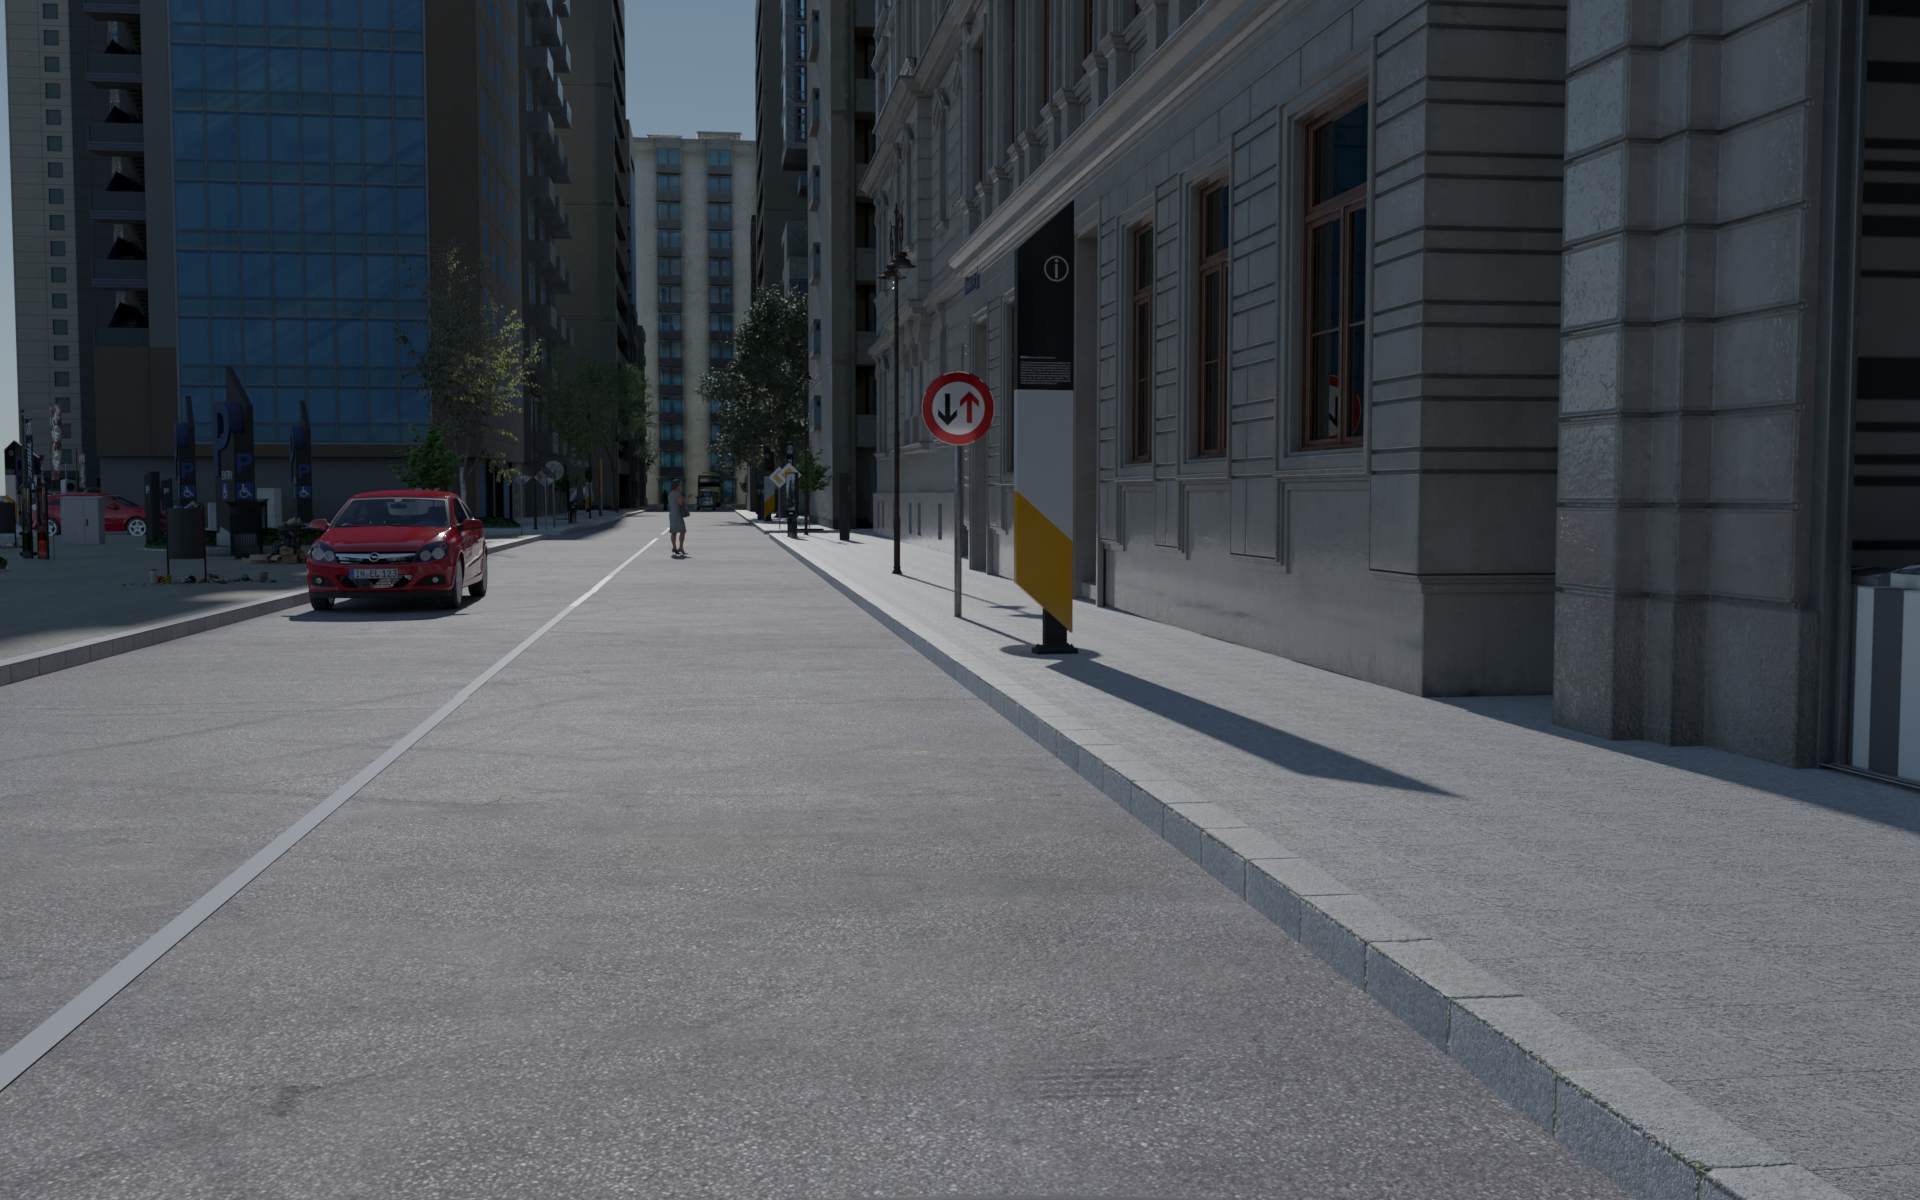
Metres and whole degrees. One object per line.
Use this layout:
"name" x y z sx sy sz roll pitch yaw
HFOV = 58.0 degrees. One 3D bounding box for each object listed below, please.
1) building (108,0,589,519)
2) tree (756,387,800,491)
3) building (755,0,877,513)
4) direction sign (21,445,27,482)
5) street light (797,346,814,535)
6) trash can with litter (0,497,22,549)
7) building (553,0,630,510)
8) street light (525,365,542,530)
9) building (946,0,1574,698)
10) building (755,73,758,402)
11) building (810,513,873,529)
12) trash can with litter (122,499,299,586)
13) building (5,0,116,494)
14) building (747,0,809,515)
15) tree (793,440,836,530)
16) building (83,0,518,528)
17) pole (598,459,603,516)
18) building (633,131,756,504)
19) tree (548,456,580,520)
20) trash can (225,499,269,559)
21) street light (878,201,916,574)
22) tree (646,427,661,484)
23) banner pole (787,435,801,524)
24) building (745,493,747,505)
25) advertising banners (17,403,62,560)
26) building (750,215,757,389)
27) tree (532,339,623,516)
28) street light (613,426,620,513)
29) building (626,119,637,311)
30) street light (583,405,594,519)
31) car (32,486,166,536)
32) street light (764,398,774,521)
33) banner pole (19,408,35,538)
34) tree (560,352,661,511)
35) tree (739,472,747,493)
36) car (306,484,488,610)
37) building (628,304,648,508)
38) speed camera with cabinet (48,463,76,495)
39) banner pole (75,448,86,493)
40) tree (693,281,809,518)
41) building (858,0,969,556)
"building" -34.523 -29.409 100.443 23.786 49.044 30.456 -1 4 -8
"tree" -10.904 -9.290 102.251 4.360 8.622 3.978 0 3 0
"building" -6.557 -32.158 149.488 21.300 48.544 21.600 -1 4 -8
"direction sign" -43.358 -5.414 80.515 0.379 3.537 0.876 0 3 0
"street light" -4.827 -4.977 54.160 0.468 5.910 1.993 -1 4 -8
"trash can with litter" -23.007 -1.821 40.831 1.678 1.210 2.233 3 5 41
"building" -39.098 -31.856 144.555 21.300 48.544 21.600 -1 4 -8
"street light" -15.306 -5.473 62.275 0.468 5.910 1.993 -1 4 -8
"building" 6.432 -11.278 20.549 11.583 22.565 21.152 -1 4 -8
"building" -12.575 -29.556 166.842 14.154 41.232 14.086 -1 4 -8
"building" 4.257 -27.508 73.452 21.600 48.544 21.300 -1 4 -8
"trash can with litter" -10.787 -0.855 25.040 2.233 1.210 1.678 -1 4 -14
"building" -89.866 -46.051 191.183 20.611 71.187 20.563 -1 4 -8
"building" -3.386 -49.309 118.879 22.319 86.520 31.000 -1 4 -8
"tree" -5.351 -4.103 61.682 1.663 3.219 1.824 0 3 0
"building" -26.098 -25.753 71.181 14.600 45.320 14.200 -1 4 -8
"pole" -20.693 -6.474 99.692 0.158 3.312 0.155 0 3 0
"building" -32.103 -37.431 231.610 30.456 49.044 23.786 -1 4 -8
"tree" -19.880 -5.663 87.188 1.663 3.219 1.824 0 3 0
"trash can" -14.079 -1.377 34.164 0.748 1.137 0.748 0 3 0
"street light" -1.012 -3.358 27.690 0.468 5.910 1.993 -1 4 -8
"tree" -34.705 -14.644 189.786 4.360 8.622 3.978 0 3 0
"banner pole" -7.170 -5.143 74.097 0.401 3.779 0.863 -3 5 -41
"building" -8.775 -31.176 201.603 32.217 40.220 23.993 -1 4 -8
"advertising banners" -18.047 -2.313 33.999 2.074 3.025 0.090 3 5 41
"building" -14.927 -25.083 181.813 14.160 30.474 14.107 -1 4 -8
"tree" -18.463 -8.115 83.048 4.737 8.622 4.395 0 3 0
"street light" -23.234 -8.840 117.319 0.468 5.910 1.993 -1 4 -8
"building" -45.212 -33.751 201.934 14.200 45.320 14.600 -1 4 -8
"street light" -19.289 -7.179 90.158 0.468 5.910 1.993 -1 4 -8
"car" -27.940 -2.907 56.574 4.494 1.783 2.155 0 4 -6
"street light" -9.177 -6.782 83.681 0.468 5.910 1.993 -1 4 -8
"banner pole" -27.216 -3.703 50.557 0.863 3.779 0.401 3 4 39
"tree" -25.683 -12.360 127.848 9.928 11.665 9.643 0 3 0
"tree" -17.908 -9.243 145.720 1.663 3.219 1.824 0 3 0
"car" -7.337 -0.843 22.822 2.155 1.783 4.494 -1 4 -9
"building" -45.368 -19.884 170.146 27.650 21.520 28.899 -1 4 -8
"speed camera with cabinet" -56.736 -7.008 108.918 0.660 3.252 2.038 2 4 32
"banner pole" -47.862 -6.374 94.230 0.863 3.779 0.401 1 4 22
"tree" -9.529 -10.785 93.338 9.611 12.733 9.660 0 3 0
"building" 5.019 -15.644 43.174 14.401 28.519 23.554 -1 4 -8
